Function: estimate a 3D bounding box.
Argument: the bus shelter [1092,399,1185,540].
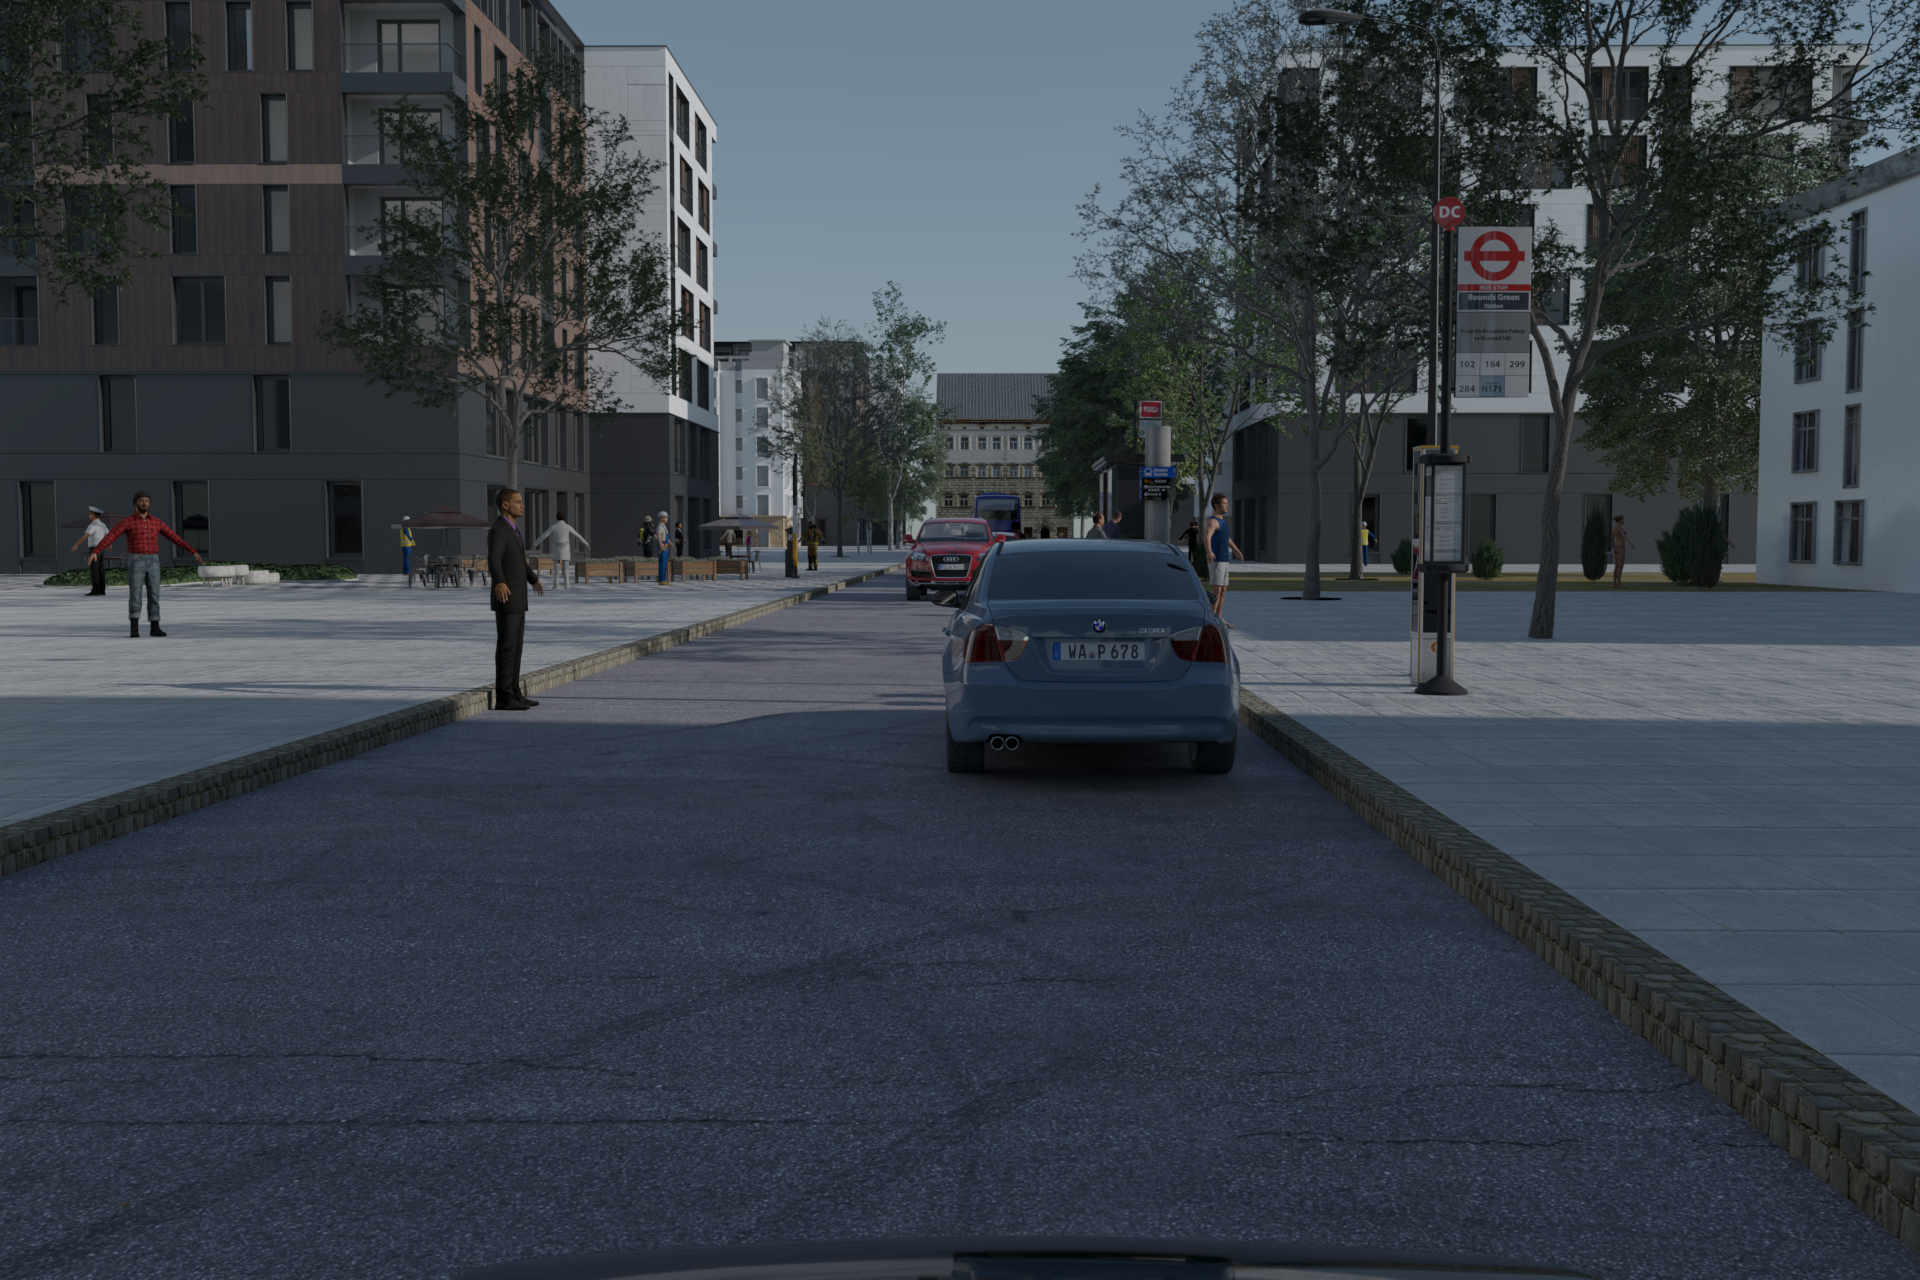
[{"bbox_3d":[4.934,-4.393,49.451,2.179,5.291,8.768,0,4,1],"label":"bus shelter"}]

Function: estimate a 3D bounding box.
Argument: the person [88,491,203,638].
[{"bbox_3d":[-10.144,-0.944,21.542,1.345,1.816,0.704,-3,5,-42],"label":"person"}]

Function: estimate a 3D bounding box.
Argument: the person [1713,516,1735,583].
[{"bbox_3d":[19.954,-2.426,45.791,0.704,1.817,1.347,-1,4,-13],"label":"person"}]

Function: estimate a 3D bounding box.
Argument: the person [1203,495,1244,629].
[{"bbox_3d":[3.509,-1.049,23.325,0.704,1.807,1.345,2,4,27],"label":"person"}]

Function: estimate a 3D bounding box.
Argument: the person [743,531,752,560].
[{"bbox_3d":[-9.588,-4.214,78.160,0.599,1.433,0.991,-2,4,-25],"label":"person"}]

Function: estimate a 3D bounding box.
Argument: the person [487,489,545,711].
[{"bbox_3d":[-3.663,-0.337,14.196,0.704,1.802,1.346,0,4,-1],"label":"person"}]

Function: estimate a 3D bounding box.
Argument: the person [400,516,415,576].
[{"bbox_3d":[-17.135,-2.921,53.733,0.705,1.833,1.349,-2,4,-28],"label":"person"}]

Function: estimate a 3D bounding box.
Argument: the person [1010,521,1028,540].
[{"bbox_3d":[1.769,-2.779,54.036,1.345,1.843,0.704,1,4,22],"label":"person"}]

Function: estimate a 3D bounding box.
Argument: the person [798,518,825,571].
[{"bbox_3d":[-5.186,-3.356,60.636,1.354,1.858,0.705,3,5,39],"label":"person"}]

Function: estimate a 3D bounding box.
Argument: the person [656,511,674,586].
[{"bbox_3d":[-7.385,-2.285,43.222,0.705,1.847,1.347,0,4,1],"label":"person"}]

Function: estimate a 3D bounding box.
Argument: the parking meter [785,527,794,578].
[{"bbox_3d":[-4.967,-2.605,50.999,0.372,1.533,0.369,0,3,0],"label":"parking meter"}]

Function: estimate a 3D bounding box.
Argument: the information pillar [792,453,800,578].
[{"bbox_3d":[-4.762,-3.592,50.082,0.183,3.616,0.504,0,4,3],"label":"information pillar"}]

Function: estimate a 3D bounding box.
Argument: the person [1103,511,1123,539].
[{"bbox_3d":[3.315,-1.872,37.098,0.568,1.767,0.683,-3,4,-37],"label":"person"}]

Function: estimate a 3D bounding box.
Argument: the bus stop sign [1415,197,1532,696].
[{"bbox_3d":[4.092,-1.536,13.811,0.855,3.939,0.416,0,4,2],"label":"bus stop sign"}]

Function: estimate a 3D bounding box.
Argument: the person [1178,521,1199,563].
[{"bbox_3d":[9.618,-3.999,71.566,1.347,1.806,0.705,2,4,27],"label":"person"}]

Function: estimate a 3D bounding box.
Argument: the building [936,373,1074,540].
[{"bbox_3d":[5.914,-24.551,234.792,18.063,23.208,19.493,0,4,0],"label":"building"}]

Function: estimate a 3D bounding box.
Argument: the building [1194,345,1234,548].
[{"bbox_3d":[28.051,-19.088,168.506,16.016,20.090,11.380,0,4,1],"label":"building"}]

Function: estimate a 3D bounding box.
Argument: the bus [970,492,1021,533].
[{"bbox_3d":[2.069,-6.712,101.289,2.896,3.916,12.251,0,3,0],"label":"bus"}]

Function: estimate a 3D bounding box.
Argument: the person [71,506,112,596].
[{"bbox_3d":[-18.004,-1.851,36.049,0.704,1.855,1.343,0,4,5],"label":"person"}]

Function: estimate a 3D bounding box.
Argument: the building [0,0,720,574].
[{"bbox_3d":[-26.208,-13.873,70.793,27.936,21.610,32.646,0,4,1],"label":"building"}]

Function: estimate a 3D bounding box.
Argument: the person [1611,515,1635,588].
[{"bbox_3d":[15.693,-2.093,41.020,0.721,1.733,1.217,0,4,-1],"label":"person"}]

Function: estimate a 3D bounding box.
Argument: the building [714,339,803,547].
[{"bbox_3d":[-21.871,-19.154,169.584,16.016,20.090,11.380,0,4,1],"label":"building"}]

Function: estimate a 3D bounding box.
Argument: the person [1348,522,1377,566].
[{"bbox_3d":[16.009,-3.817,68.873,1.216,1.772,0.721,0,4,-8],"label":"person"}]

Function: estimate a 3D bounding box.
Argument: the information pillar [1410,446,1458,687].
[{"bbox_3d":[3.981,-0.616,14.568,0.304,2.012,0.304,0,4,1],"label":"information pillar"}]

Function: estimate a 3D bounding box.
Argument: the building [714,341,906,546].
[{"bbox_3d":[-21.084,-21.769,199.897,27.936,21.610,32.646,0,4,2],"label":"building"}]

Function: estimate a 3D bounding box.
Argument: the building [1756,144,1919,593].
[{"bbox_3d":[25.012,-5.446,31.191,9.099,9.664,28.070,0,4,1],"label":"building"}]

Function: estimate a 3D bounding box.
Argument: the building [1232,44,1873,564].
[{"bbox_3d":[27.700,-14.989,89.044,27.936,21.610,32.646,0,4,1],"label":"building"}]

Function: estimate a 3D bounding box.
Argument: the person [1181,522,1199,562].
[{"bbox_3d":[9.960,-4.111,73.347,1.346,1.812,0.704,-2,4,-31],"label":"person"}]

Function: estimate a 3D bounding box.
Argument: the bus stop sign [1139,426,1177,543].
[{"bbox_3d":[4.847,-3.271,42.497,0.837,3.901,0.837,0,4,2],"label":"bus stop sign"}]

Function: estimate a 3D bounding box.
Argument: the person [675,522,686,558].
[{"bbox_3d":[-10.540,-3.592,65.455,0.721,1.740,1.216,0,4,5],"label":"person"}]

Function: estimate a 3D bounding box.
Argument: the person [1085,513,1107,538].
[{"bbox_3d":[2.407,-1.301,30.006,0.705,1.796,1.348,-2,4,-28],"label":"person"}]

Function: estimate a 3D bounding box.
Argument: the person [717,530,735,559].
[{"bbox_3d":[-9.482,-3.952,70.750,0.705,1.813,1.348,1,4,22],"label":"person"}]

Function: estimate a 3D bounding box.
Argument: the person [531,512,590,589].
[{"bbox_3d":[-9.363,-2.107,40.636,1.347,1.806,0.705,-1,4,-15],"label":"person"}]

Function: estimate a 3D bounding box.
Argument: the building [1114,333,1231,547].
[{"bbox_3d":[30.076,-21.315,192.473,27.936,21.610,32.646,0,4,1],"label":"building"}]

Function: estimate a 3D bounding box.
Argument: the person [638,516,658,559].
[{"bbox_3d":[-9.948,-3.032,55.348,0.705,1.856,1.354,-3,5,-44],"label":"person"}]
